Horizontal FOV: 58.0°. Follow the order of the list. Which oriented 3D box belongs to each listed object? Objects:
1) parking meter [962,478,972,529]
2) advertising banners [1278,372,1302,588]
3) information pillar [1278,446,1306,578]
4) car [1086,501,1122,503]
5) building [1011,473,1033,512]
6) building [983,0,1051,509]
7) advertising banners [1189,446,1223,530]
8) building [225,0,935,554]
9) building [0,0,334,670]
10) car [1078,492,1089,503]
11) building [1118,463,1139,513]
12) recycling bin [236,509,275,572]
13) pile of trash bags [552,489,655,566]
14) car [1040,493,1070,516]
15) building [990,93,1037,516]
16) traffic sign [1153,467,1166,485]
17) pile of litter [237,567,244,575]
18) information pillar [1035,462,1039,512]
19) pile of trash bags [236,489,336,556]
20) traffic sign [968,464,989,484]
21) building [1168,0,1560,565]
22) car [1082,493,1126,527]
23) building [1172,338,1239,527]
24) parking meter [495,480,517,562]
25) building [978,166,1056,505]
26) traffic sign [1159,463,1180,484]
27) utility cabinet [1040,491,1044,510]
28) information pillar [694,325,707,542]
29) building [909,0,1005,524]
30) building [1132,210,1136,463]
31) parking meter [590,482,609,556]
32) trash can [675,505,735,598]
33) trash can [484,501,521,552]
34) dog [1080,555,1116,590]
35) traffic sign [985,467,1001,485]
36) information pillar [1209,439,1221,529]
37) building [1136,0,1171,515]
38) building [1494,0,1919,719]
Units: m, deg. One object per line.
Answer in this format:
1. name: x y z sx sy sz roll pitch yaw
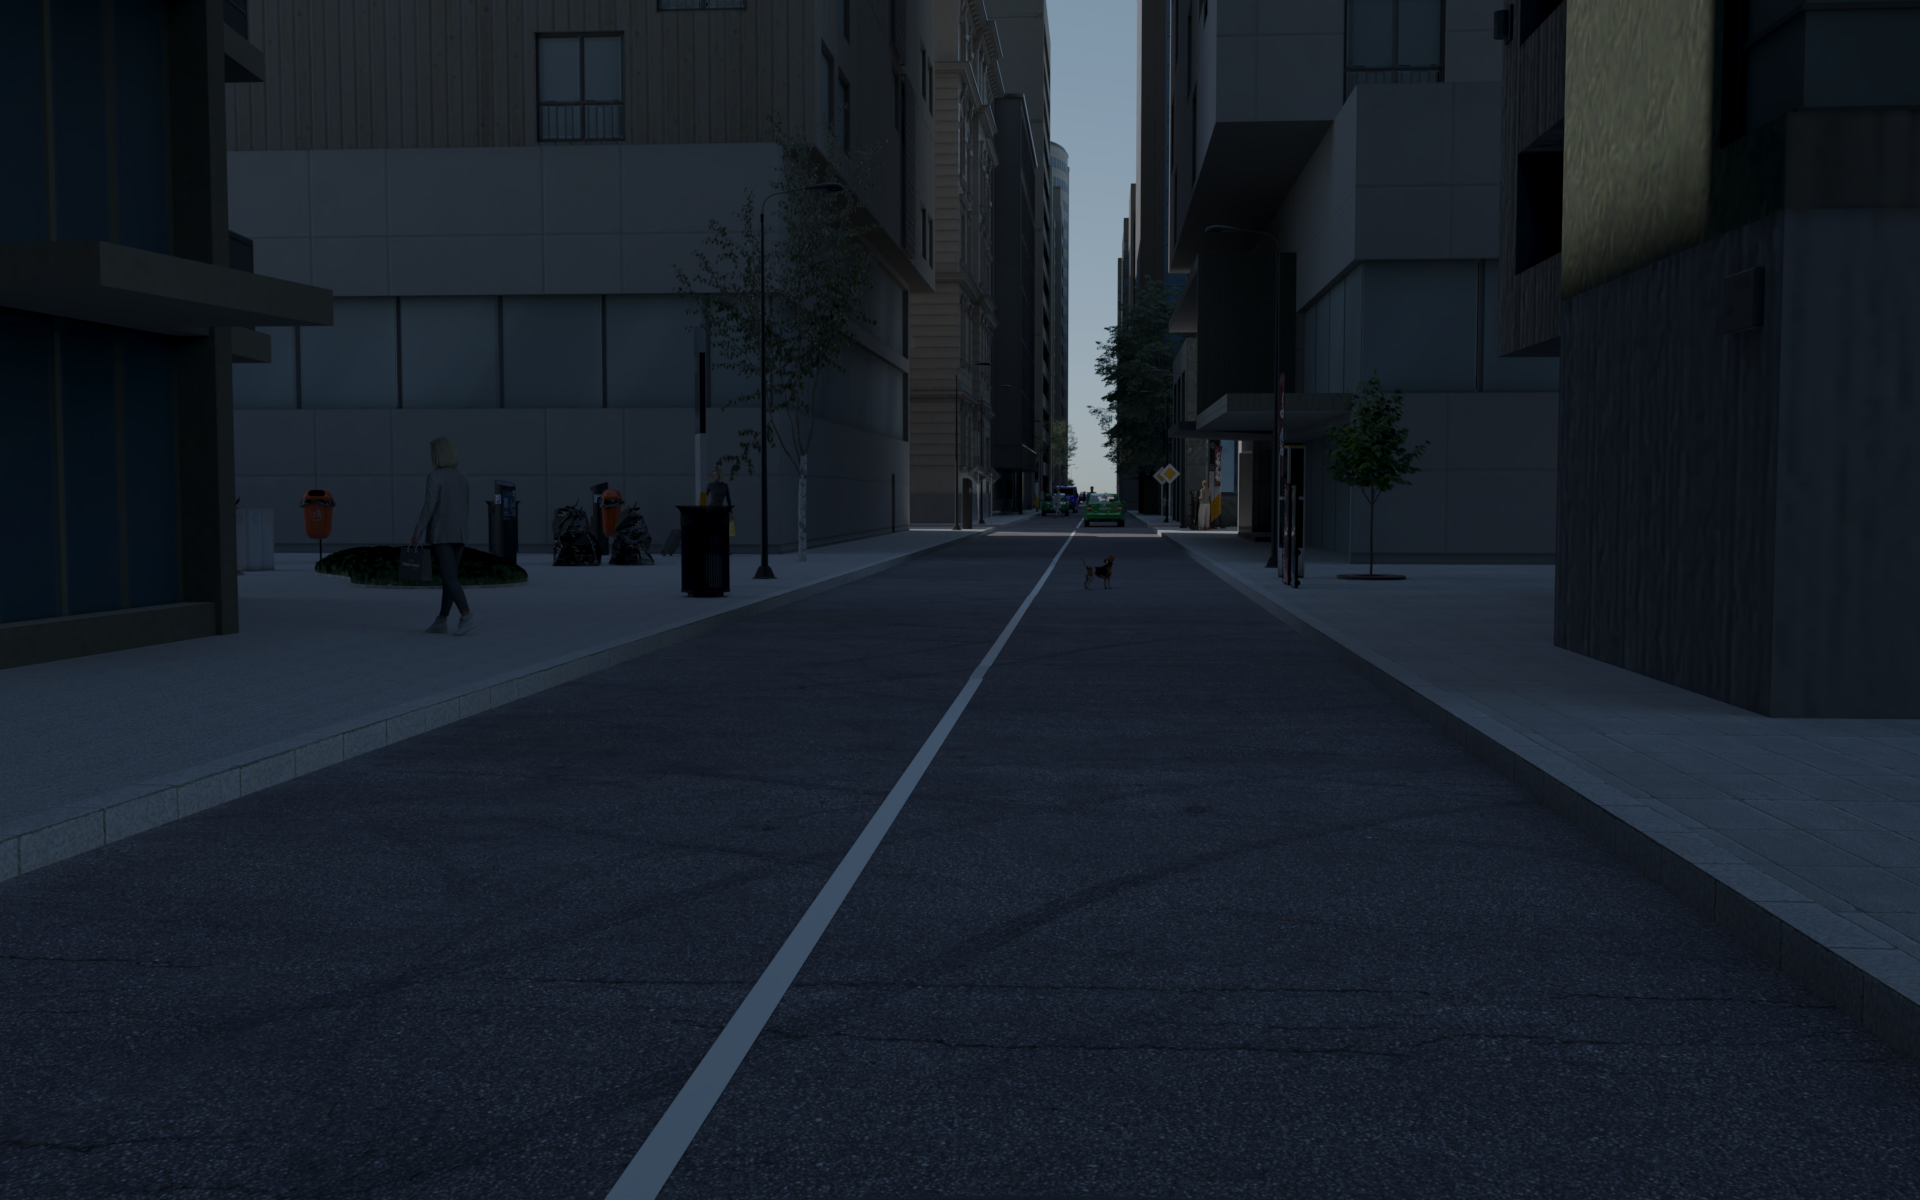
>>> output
1. parking meter: 0.267 -3.514 63.160 0.255 1.863 0.399 2 4 26
2. advertising banners: 4.625 -1.724 24.378 0.090 3.025 2.074 0 4 3
3. information pillar: 5.070 -1.344 26.473 0.304 2.012 0.304 -1 4 -20
4. car: 7.758 -4.957 93.046 2.014 1.417 4.499 0 4 6
5. building: -0.746 -19.227 132.385 12.078 24.808 19.932 0 4 5
6. building: -2.645 -32.800 159.977 21.300 48.544 21.600 0 4 5
7. advertising banners: 8.855 -4.038 62.205 0.090 3.025 2.074 3 5 42
8. building: -14.891 -28.181 50.002 27.495 52.752 28.713 0 4 5
9. building: -16.919 -21.560 7.132 22.147 44.769 28.867 0 4 5
10. car: 19.609 -16.088 271.704 2.281 1.827 5.304 0 4 5
11. building: 23.009 -42.681 136.087 20.563 71.187 20.611 0 4 5
12. recycling bin: -12.007 -1.007 29.012 0.722 1.027 0.722 1 4 12
13. pile of trash bags: -6.628 -1.384 32.374 1.912 1.369 3.447 0 4 -8
14. car: 6.239 -6.384 113.174 1.959 1.807 4.718 0 4 4
15. building: -2.639 -19.384 110.442 14.314 27.812 24.014 0 4 5
16. traffic sign: 8.601 -4.365 73.553 0.795 2.593 0.064 0 4 5
17. pile of litter: -12.212 -0.832 27.575 1.719 0.858 1.176 2 4 31
18. information pillar: 5.557 -8.215 125.671 0.183 3.616 0.504 2 4 29
19. pile of trash bags: -13.279 -1.351 31.840 3.447 1.369 1.912 -1 4 -14
20. traffic sign: 0.689 -3.915 66.199 0.795 2.593 0.064 0 4 5
21. building: 19.280 -27.743 42.843 28.713 52.752 27.495 0 4 5
22. car: 6.378 -4.158 76.773 1.959 1.807 4.718 0 4 4
23. building: 25.674 -46.870 78.990 31.000 86.520 22.319 0 4 5
24. parking meter: -8.296 -1.420 31.630 0.372 1.533 0.369 0 3 0
25. building: 4.017 -32.223 210.437 14.154 41.232 14.086 0 4 5
26. traffic sign: 7.958 -3.878 65.594 0.795 2.593 0.064 0 4 5
27. utility cabinet: 6.456 -7.825 136.614 0.318 1.500 1.173 0 4 2
28. information pillar: -3.582 -1.991 23.903 0.183 3.616 0.504 -1 4 -17
29. building: -5.273 -18.260 85.948 14.401 28.519 23.554 0 4 5
30. building: 24.641 -24.806 177.285 14.160 30.474 14.107 0 4 5
31. parking meter: -7.538 -1.701 36.215 0.372 1.533 0.369 0 3 0
32. trash can: -3.181 -0.611 21.636 0.748 1.137 0.748 0 3 0
33. trash can: -9.564 -1.505 36.266 0.748 1.137 0.748 0 3 0
34. dog: 2.086 -0.421 26.165 0.406 0.507 0.540 1 4 23
35. traffic sign: 1.332 -4.402 74.158 0.795 2.593 0.064 0 4 5
36. information pillar: 9.345 -4.413 63.499 0.183 3.616 0.504 -3 5 -43
37. building: 18.441 -28.238 111.804 14.600 45.320 14.200 0 4 5
38. building: 12.189 -14.896 15.253 14.160 30.474 14.107 0 4 5
